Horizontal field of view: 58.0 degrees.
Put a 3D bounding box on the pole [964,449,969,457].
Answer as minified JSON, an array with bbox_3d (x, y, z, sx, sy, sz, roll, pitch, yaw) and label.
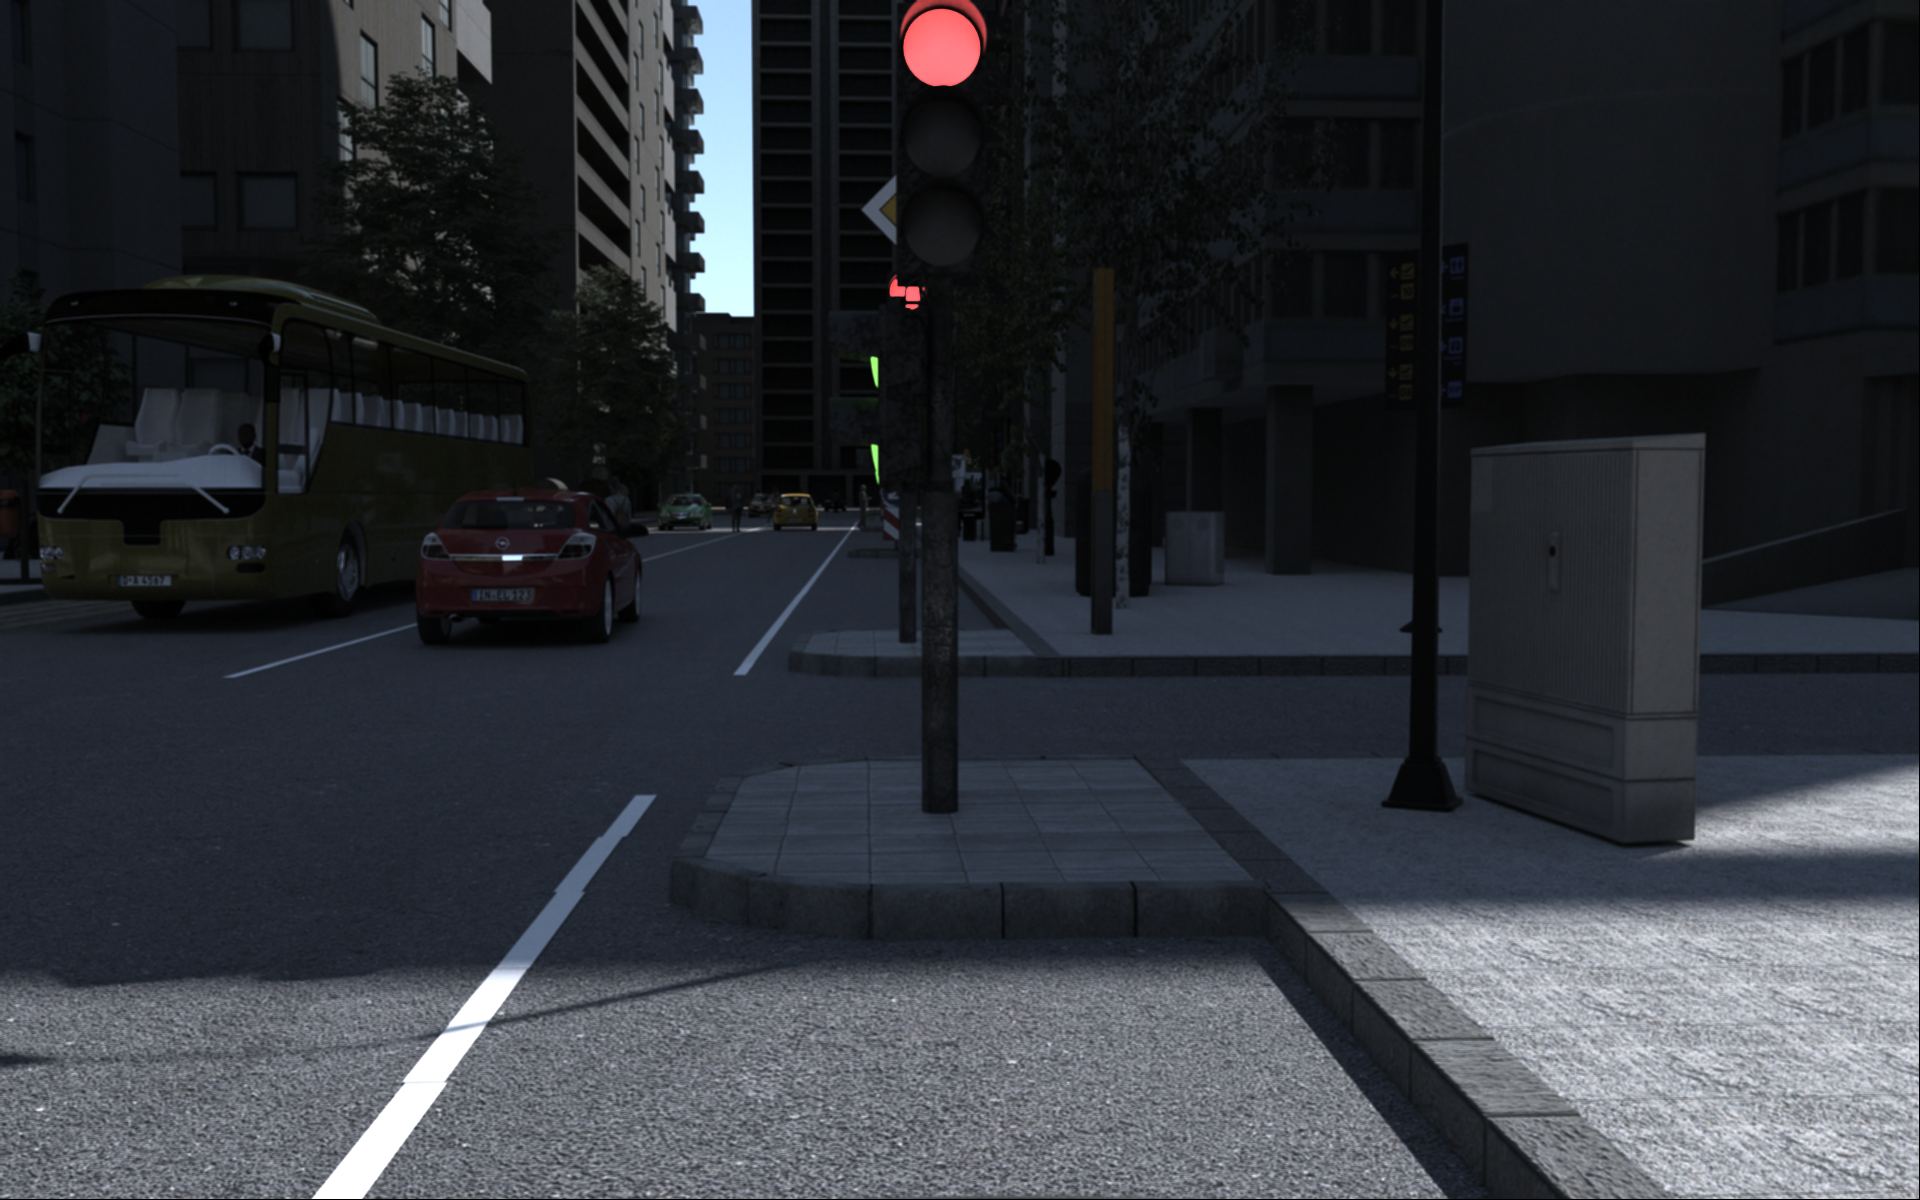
[{"bbox_3d":[0.294,-5.155,78.131,0.158,3.312,0.155,0,3,0],"label":"pole"}]

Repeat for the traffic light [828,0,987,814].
[{"bbox_3d":[-0.100,-1.100,6.901,0.839,4.253,0.868,0,4,-3],"label":"traffic light"}]

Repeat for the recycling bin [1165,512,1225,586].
[{"bbox_3d":[3.323,-0.731,24.504,0.722,1.027,0.722,1,4,19],"label":"recycling bin"}]

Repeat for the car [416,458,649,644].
[{"bbox_3d":[-4.384,-0.552,18.067,2.155,1.783,4.494,0,4,-5],"label":"car"}]

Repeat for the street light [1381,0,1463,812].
[{"bbox_3d":[1.369,-2.105,6.957,1.470,5.913,1.316,0,4,-3],"label":"street light"}]

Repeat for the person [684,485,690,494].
[{"bbox_3d":[-12.248,-4.205,77.256,0.388,1.821,0.555,-3,4,-36],"label":"person"}]

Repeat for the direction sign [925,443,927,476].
[{"bbox_3d":[-1.244,-5.151,76.218,0.379,3.537,0.876,-3,4,-38],"label":"direction sign"}]

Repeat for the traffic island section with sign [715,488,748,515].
[{"bbox_3d":[-15.373,-6.578,116.174,1.989,1.847,2.006,0,4,-3],"label":"traffic island section with sign"}]

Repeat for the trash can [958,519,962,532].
[{"bbox_3d":[-0.255,-2.719,56.115,0.748,1.137,0.748,0,3,0],"label":"trash can"}]

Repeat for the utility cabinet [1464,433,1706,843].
[{"bbox_3d":[2.407,0.114,6.811,0.318,1.500,1.173,-1,4,-12],"label":"utility cabinet"}]

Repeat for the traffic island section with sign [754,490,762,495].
[{"bbox_3d":[-16.620,-8.225,143.100,1.989,1.847,2.006,0,4,-3],"label":"traffic island section with sign"}]

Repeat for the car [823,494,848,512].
[{"bbox_3d":[-10.262,-8.119,142.524,2.009,1.686,4.222,0,4,-2],"label":"car"}]

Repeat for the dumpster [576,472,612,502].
[{"bbox_3d":[-15.877,-4.466,75.507,1.502,2.255,1.985,0,4,-3],"label":"dumpster"}]

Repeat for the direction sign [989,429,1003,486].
[{"bbox_3d":[1.244,-4.189,60.487,0.379,3.537,0.876,-2,4,-30],"label":"direction sign"}]

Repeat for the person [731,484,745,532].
[{"bbox_3d":[-8.395,-3.484,65.643,0.537,1.800,0.526,-1,4,-18],"label":"person"}]

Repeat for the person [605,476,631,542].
[{"bbox_3d":[-5.178,-1.013,26.064,0.512,1.701,0.522,-3,5,-40],"label":"person"}]

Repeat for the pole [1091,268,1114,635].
[{"bbox_3d":[1.297,-1.342,15.783,0.158,3.312,0.155,0,3,0],"label":"pole"}]

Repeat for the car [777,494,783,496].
[{"bbox_3d":[-12.424,-6.659,119.105,2.015,1.641,3.980,0,4,-3],"label":"car"}]

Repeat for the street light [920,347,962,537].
[{"bbox_3d":[-0.669,-4.835,51.593,1.470,5.913,1.316,0,4,-3],"label":"street light"}]

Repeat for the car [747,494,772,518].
[{"bbox_3d":[-12.106,-5.916,106.948,2.015,1.641,3.980,0,4,-2],"label":"car"}]

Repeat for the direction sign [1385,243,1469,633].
[{"bbox_3d":[4.296,-1.470,16.033,0.379,3.537,0.876,-3,4,-39],"label":"direction sign"}]

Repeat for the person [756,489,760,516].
[{"bbox_3d":[-13.023,-6.223,111.042,0.721,1.735,1.217,2,4,29],"label":"person"}]

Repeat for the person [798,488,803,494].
[{"bbox_3d":[-10.297,-6.301,111.527,1.348,1.822,0.705,2,4,24],"label":"person"}]

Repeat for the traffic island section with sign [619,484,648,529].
[{"bbox_3d":[-13.059,-3.542,66.540,1.989,1.847,2.006,0,4,-3],"label":"traffic island section with sign"}]

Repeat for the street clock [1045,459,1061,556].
[{"bbox_3d":[1.863,-1.927,36.079,0.471,2.002,0.358,0,4,-4],"label":"street clock"}]

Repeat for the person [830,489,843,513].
[{"bbox_3d":[-9.417,-7.532,131.662,1.348,1.823,0.705,3,5,41],"label":"person"}]

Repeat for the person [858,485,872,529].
[{"bbox_3d":[-3.939,-3.865,71.873,0.590,1.801,0.661,-1,4,-10],"label":"person"}]

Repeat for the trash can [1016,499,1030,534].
[{"bbox_3d":[1.904,-2.671,55.332,0.748,1.137,0.748,0,3,0],"label":"trash can"}]

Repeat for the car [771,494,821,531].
[{"bbox_3d":[-6.583,-3.625,69.488,2.015,1.641,3.980,0,4,-4],"label":"car"}]

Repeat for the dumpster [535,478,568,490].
[{"bbox_3d":[-15.214,-3.551,63.811,1.264,1.857,1.865,0,4,-3],"label":"dumpster"}]

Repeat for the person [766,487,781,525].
[{"bbox_3d":[-8.517,-4.280,79.068,0.643,1.750,0.593,1,4,21],"label":"person"}]

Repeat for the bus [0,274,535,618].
[{"bbox_3d":[-8.347,-1.939,23.256,2.896,3.916,12.252,0,4,-1],"label":"bus"}]

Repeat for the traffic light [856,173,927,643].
[{"bbox_3d":[-0.472,-1.588,14.878,0.839,4.253,0.868,0,4,-3],"label":"traffic light"}]

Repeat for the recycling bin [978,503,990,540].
[{"bbox_3d":[0.994,-2.233,49.070,0.722,1.027,0.722,-3,4,-37],"label":"recycling bin"}]

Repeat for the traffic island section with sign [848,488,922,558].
[{"bbox_3d":[-1.566,-1.892,39.566,1.989,1.847,2.006,0,4,-3],"label":"traffic island section with sign"}]

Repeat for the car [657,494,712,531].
[{"bbox_3d":[-10.902,-3.494,68.922,2.131,1.459,4.920,0,4,-3],"label":"car"}]
